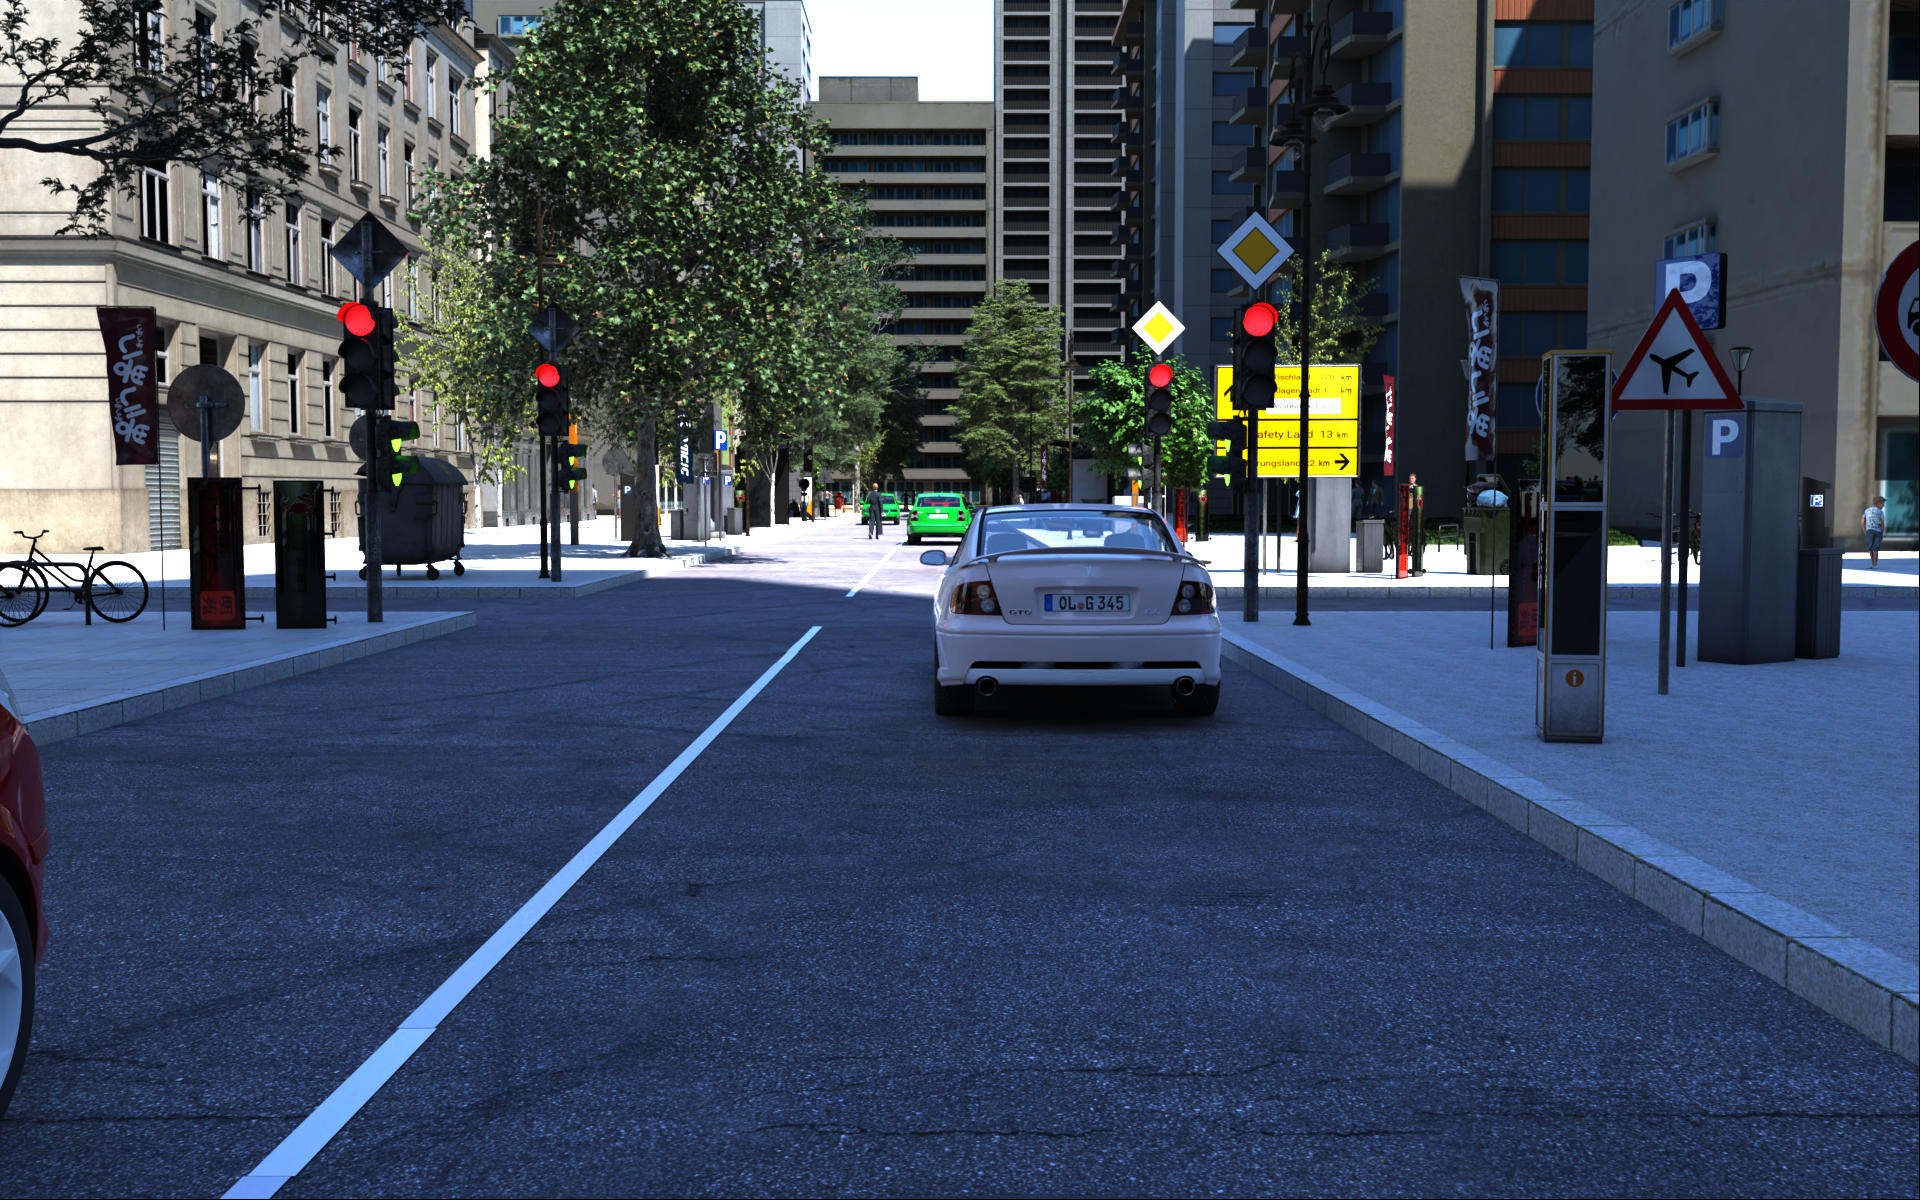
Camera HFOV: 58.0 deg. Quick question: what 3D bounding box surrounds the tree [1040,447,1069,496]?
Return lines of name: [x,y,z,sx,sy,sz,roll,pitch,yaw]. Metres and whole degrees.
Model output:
tree: [3.951,-4.678,71.081,1.663,3.219,1.824,0,3,0]

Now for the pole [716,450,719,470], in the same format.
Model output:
pole: [-10.270,-4.875,73.557,0.158,3.312,0.155,0,3,0]

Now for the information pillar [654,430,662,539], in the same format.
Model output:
information pillar: [-8.732,-3.538,49.205,0.504,3.616,0.183,3,5,39]

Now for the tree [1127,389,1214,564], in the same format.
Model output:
tree: [4.192,-2.290,32.047,1.663,3.219,1.824,0,3,0]

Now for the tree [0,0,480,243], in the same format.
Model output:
tree: [-6.394,-4.650,10.434,7.601,10.594,8.767,-2,4,-35]

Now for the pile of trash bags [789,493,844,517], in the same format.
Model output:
pile of trash bags: [-8.067,-5.402,98.076,3.447,1.369,1.912,-3,5,-40]

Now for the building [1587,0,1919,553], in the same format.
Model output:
building: [29.487,-25.889,46.981,21.600,48.544,21.300,0,4,0]

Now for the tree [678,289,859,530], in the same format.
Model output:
tree: [-6.786,-6.769,61.033,4.737,8.622,4.395,0,3,0]

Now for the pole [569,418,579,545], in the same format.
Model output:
pole: [-9.696,-3.036,43.486,0.158,3.312,0.155,0,3,0]

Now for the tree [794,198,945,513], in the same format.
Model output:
tree: [-7.430,-15.743,113.281,12.611,20.169,13.585,0,3,0]

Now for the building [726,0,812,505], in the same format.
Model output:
building: [-31.679,-40.491,204.032,28.212,58.520,21.231,0,4,0]

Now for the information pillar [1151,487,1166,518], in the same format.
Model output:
information pillar: [5.437,-2.632,47.531,0.304,2.012,0.304,3,5,42]

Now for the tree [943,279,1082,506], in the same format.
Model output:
tree: [2.643,-10.632,91.955,7.486,12.596,7.792,0,3,0]

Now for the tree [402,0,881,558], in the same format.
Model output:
tree: [-6.328,-7.215,34.974,9.611,12.733,9.660,0,3,0]

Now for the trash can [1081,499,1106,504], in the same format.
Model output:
trash can: [3.920,-2.407,51.016,0.748,1.137,0.748,0,3,0]

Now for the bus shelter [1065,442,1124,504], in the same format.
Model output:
bus shelter: [5.030,-4.273,63.792,2.014,3.302,5.546,0,3,0]

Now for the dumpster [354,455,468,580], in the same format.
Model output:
dumpster: [-8.353,-1.262,26.389,1.264,1.857,1.865,0,4,0]

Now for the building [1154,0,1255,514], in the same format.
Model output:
building: [24.223,-35.382,120.487,21.231,58.520,28.212,0,4,0]

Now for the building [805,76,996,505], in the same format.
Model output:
building: [-6.775,-35.546,204.884,21.600,48.544,21.300,0,4,0]

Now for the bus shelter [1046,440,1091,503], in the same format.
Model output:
bus shelter: [4.866,-5.282,77.639,1.731,3.624,6.357,0,4,0]

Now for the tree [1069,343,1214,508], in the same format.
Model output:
tree: [3.958,-3.238,36.663,4.285,4.588,4.351,0,3,0]

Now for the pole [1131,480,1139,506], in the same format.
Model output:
pole: [4.183,-2.907,41.370,0.158,3.312,0.155,0,3,0]

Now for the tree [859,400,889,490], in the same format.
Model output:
tree: [-7.659,-10.860,127.925,4.737,8.622,4.395,0,3,0]

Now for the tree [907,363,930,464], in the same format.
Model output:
tree: [-7.006,-14.486,143.497,9.857,13.997,8.962,0,3,0]

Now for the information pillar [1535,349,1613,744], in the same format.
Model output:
information pillar: [3.181,-0.275,8.990,0.304,2.012,0.304,1,4,10]

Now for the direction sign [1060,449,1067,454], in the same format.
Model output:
direction sign: [5.420,-5.772,86.374,0.876,3.537,0.379,1,4,14]

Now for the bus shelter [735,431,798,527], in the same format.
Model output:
bus shelter: [-7.463,-4.672,67.678,1.731,3.624,6.357,0,4,0]

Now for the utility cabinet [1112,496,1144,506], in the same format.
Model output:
utility cabinet: [5.031,-2.454,51.285,1.020,1.237,0.306,-1,4,-9]

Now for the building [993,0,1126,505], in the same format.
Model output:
building: [14.334,-46.806,203.532,20.611,71.187,20.563,0,4,0]

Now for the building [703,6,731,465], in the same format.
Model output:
building: [-25.232,-27.305,130.038,14.154,41.232,14.086,0,4,0]

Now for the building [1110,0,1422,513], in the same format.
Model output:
building: [24.636,-30.324,150.426,22.147,44.769,28.867,0,4,0]

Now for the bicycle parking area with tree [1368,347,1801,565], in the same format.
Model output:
bicycle parking area with tree: [12.837,-2.936,35.010,8.231,4.147,9.016,3,5,42]

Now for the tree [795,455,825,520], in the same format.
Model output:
tree: [-7.363,-5.589,85.982,1.663,3.219,1.824,0,3,0]

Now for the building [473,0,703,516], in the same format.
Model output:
building: [-28.770,-29.852,111.783,21.300,48.544,21.600,0,4,0]

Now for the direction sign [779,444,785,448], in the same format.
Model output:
direction sign: [-8.183,-5.291,78.512,0.379,3.537,0.876,2,4,29]

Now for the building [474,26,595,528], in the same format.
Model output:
building: [-22.377,-13.779,74.440,9.793,20.994,18.267,0,4,0]

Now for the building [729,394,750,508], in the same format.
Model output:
building: [-32.657,-18.765,151.849,28.899,21.520,27.650,0,4,0]

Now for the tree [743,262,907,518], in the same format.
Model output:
tree: [-7.890,-11.405,93.125,9.857,13.997,8.962,0,3,0]

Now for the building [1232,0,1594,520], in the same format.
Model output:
building: [25.299,-26.360,85.612,22.147,44.769,28.867,0,4,0]

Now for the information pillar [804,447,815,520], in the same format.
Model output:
information pillar: [-7.377,-5.701,84.574,0.504,3.616,0.183,1,4,15]

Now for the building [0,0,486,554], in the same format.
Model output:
building: [-25.127,-13.270,50.247,16.112,22.955,30.059,0,4,0]

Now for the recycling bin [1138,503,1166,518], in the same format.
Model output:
recycling bin: [5.477,-2.307,50.269,0.722,1.027,0.722,-3,4,-36]
